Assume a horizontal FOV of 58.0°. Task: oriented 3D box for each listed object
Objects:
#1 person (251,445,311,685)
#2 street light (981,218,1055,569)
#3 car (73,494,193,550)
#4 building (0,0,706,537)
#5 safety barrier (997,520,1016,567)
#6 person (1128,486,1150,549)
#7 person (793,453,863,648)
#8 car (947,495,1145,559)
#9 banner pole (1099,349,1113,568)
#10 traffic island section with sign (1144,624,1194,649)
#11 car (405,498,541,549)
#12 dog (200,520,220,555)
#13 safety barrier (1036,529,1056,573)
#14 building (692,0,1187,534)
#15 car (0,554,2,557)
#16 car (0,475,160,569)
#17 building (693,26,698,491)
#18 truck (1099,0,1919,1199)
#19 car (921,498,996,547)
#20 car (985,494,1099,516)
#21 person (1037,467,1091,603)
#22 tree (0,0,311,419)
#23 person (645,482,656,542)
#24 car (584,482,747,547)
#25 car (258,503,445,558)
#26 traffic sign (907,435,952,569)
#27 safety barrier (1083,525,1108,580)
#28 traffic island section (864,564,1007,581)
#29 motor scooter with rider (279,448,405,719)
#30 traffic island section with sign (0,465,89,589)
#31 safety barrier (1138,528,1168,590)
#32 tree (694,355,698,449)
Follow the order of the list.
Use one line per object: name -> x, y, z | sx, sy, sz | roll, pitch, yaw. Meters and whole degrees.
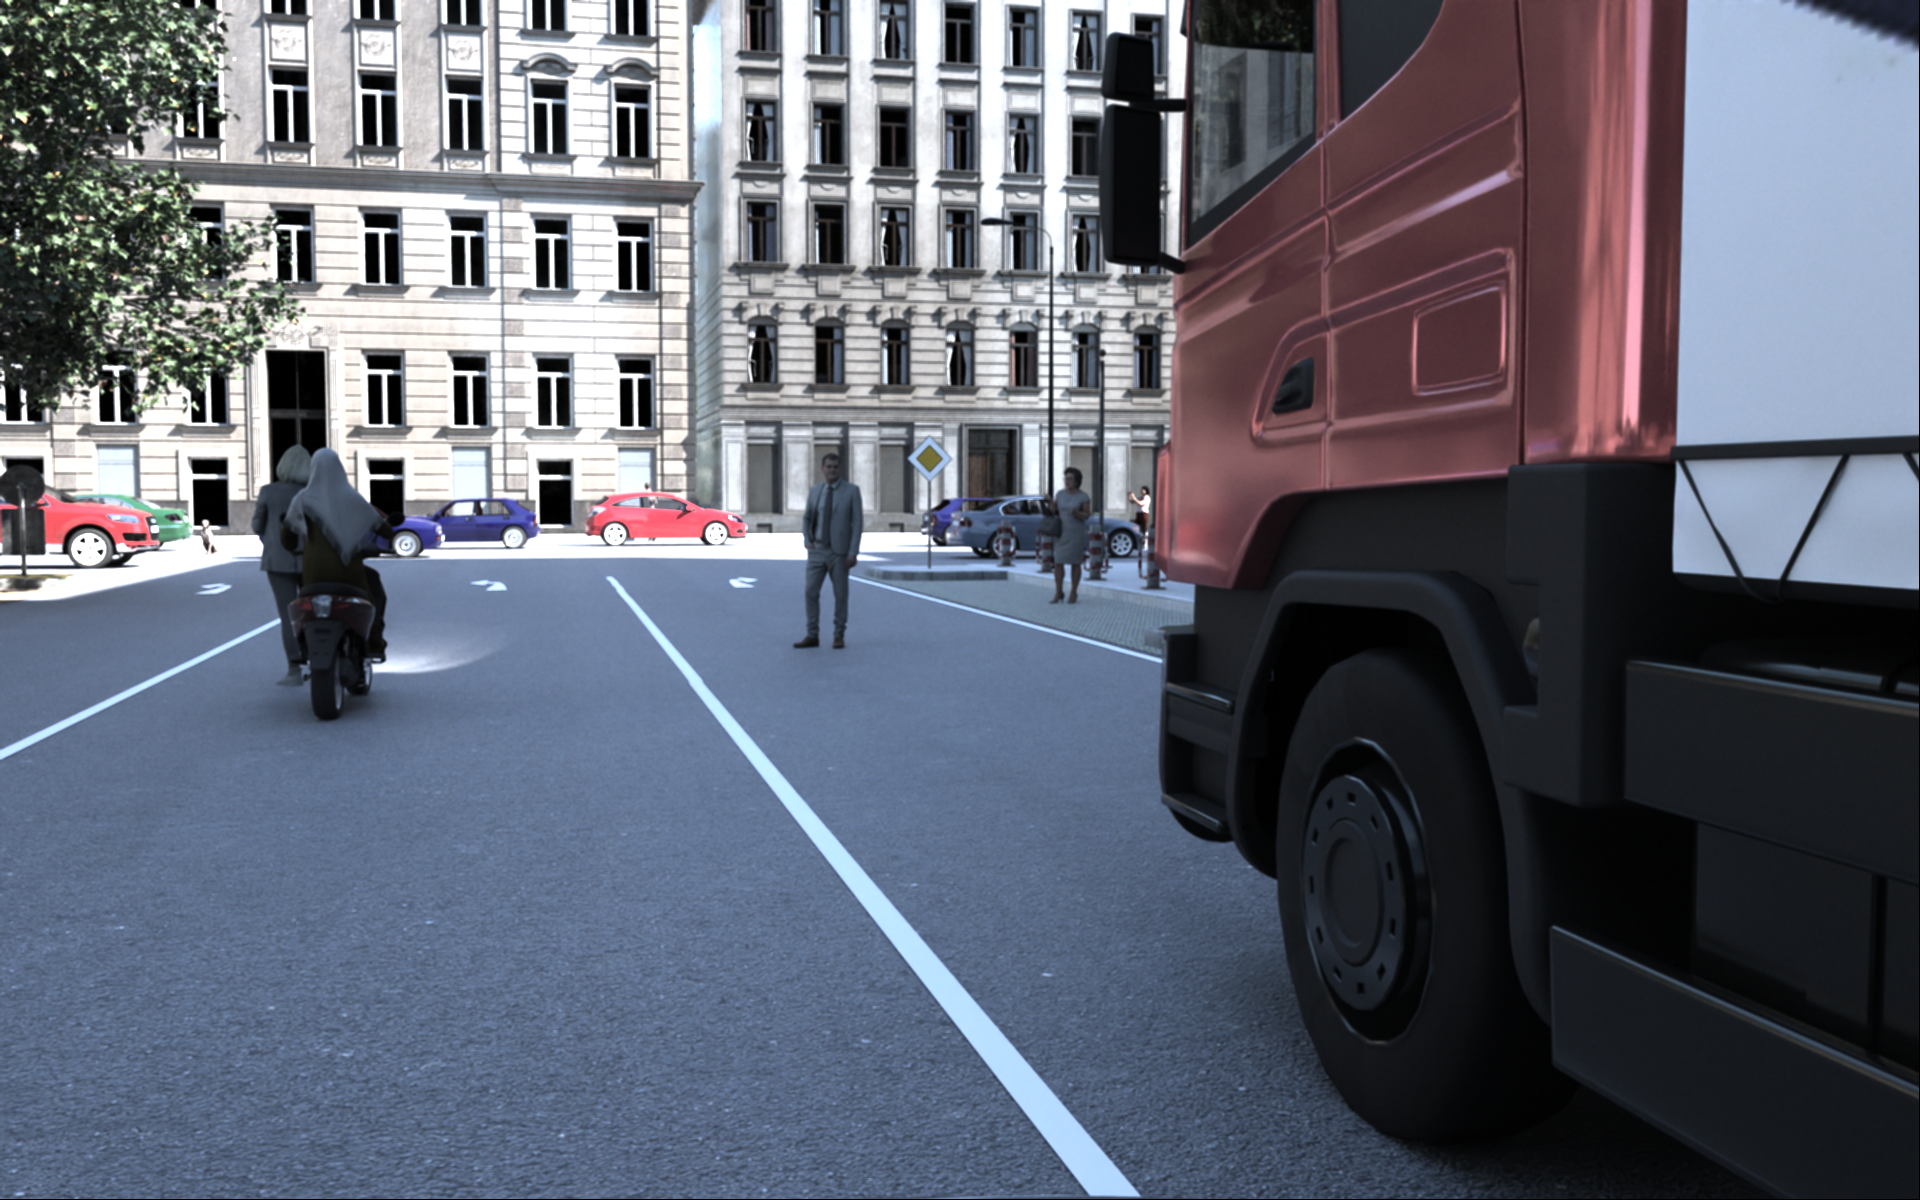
person -> -5.090, -0.273, 13.144 | 0.537, 1.800, 0.526 | -2, 4, -28
street light -> 1.025, -3.478, 29.399 | 1.470, 5.913, 1.316 | -1, 4, -14
car -> -21.834, -1.922, 43.224 | 4.920, 1.459, 2.131 | -1, 4, -15
building -> -21.489, -15.916, 57.491 | 25.104, 27.353, 12.463 | -1, 4, -14
safety barrier -> 0.819, -1.007, 30.745 | 0.300, 0.817, 1.120 | -1, 4, -14
person -> 4.668, -2.159, 45.259 | 0.566, 1.644, 0.517 | 1, 4, 9
person -> -1.213, -0.464, 16.181 | 0.635, 1.810, 0.391 | 1, 4, 11
car -> 1.966, -1.667, 39.254 | 4.499, 1.417, 2.014 | -1, 4, -14
banner pole -> 2.421, -2.432, 29.783 | 0.401, 3.779, 0.863 | 1, 4, 9
traffic island section with sign -> 2.806, -0.458, 16.118 | 1.989, 1.847, 2.006 | -1, 4, -14
car -> -12.987, -2.004, 45.343 | 3.894, 1.354, 1.945 | -1, 4, -12
dog -> -17.652, -1.478, 40.995 | 0.513, 0.831, 0.800 | 3, 5, 41
safety barrier -> 1.416, -0.856, 28.270 | 0.300, 0.817, 1.120 | -1, 4, -14
building -> -0.025, -12.968, 61.175 | 18.267, 20.994, 9.793 | -1, 4, -14
car -> -22.591, -1.516, 37.372 | 3.894, 1.354, 1.945 | -1, 4, -13
car -> -18.391, -1.519, 33.504 | 5.304, 1.827, 2.281 | -1, 4, -13
building -> -19.293, -28.574, 150.780 | 14.154, 41.232, 14.086 | -1, 4, -14
truck -> 2.758, -0.723, 0.742 | 2.839, 4.237, 11.283 | -1, 4, -12
car -> 0.938, -2.164, 47.959 | 3.894, 1.354, 1.945 | -1, 4, -13
car -> 2.428, -2.602, 52.333 | 4.222, 1.686, 2.009 | -1, 4, -14
person -> 1.322, -0.837, 22.548 | 0.716, 1.782, 0.532 | 2, 4, 26
tree -> -13.906, -6.309, 22.621 | 9.611, 12.733, 9.660 | 0, 3, 0
person -> -9.353, -2.646, 52.102 | 0.374, 1.781, 0.599 | 2, 4, 33
car -> -8.213, -2.408, 48.404 | 4.494, 1.783, 2.155 | -1, 4, -14
car -> -13.673, -1.620, 39.064 | 3.894, 1.354, 1.945 | -1, 4, -13
traffic sign -> -0.530, -1.599, 29.790 | 0.795, 2.450, 0.064 | -1, 4, -14
safety barrier -> 2.015, -0.705, 25.795 | 0.300, 0.817, 1.120 | -1, 4, -14
traffic island section -> -0.509, -0.464, 29.873 | 2.009, 0.180, 2.903 | -1, 4, -14
motor scooter with rider -> -4.138, -0.165, 11.658 | 0.876, 1.779, 1.986 | -1, 4, -12
traffic island section with sign -> -14.637, -1.137, 26.719 | 2.006, 1.907, 1.989 | -1, 4, -14
safety barrier -> 2.606, -0.554, 23.331 | 0.300, 0.817, 1.120 | -1, 4, -14
tree -> -20.676, -12.119, 123.902 | 9.928, 11.665, 9.643 | 0, 3, 0
